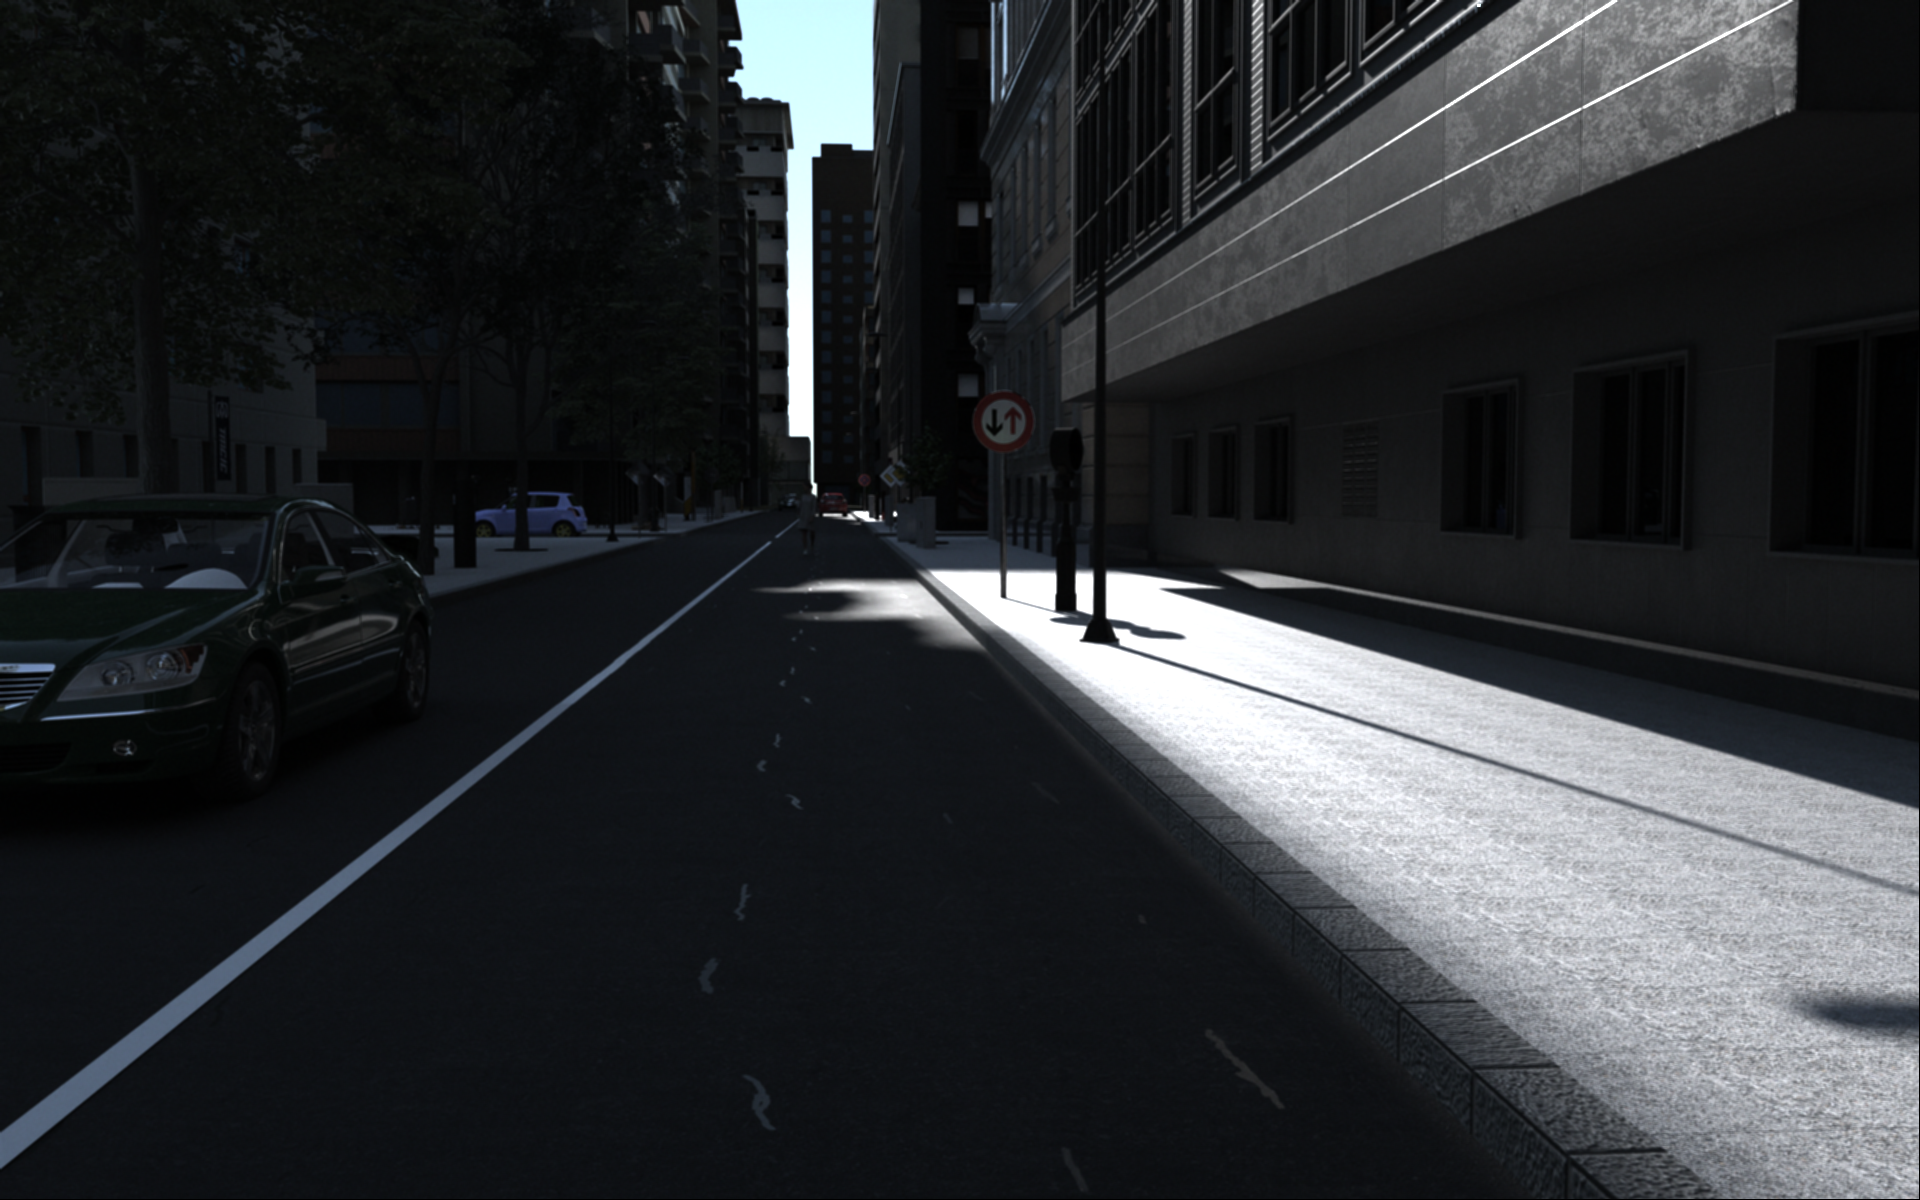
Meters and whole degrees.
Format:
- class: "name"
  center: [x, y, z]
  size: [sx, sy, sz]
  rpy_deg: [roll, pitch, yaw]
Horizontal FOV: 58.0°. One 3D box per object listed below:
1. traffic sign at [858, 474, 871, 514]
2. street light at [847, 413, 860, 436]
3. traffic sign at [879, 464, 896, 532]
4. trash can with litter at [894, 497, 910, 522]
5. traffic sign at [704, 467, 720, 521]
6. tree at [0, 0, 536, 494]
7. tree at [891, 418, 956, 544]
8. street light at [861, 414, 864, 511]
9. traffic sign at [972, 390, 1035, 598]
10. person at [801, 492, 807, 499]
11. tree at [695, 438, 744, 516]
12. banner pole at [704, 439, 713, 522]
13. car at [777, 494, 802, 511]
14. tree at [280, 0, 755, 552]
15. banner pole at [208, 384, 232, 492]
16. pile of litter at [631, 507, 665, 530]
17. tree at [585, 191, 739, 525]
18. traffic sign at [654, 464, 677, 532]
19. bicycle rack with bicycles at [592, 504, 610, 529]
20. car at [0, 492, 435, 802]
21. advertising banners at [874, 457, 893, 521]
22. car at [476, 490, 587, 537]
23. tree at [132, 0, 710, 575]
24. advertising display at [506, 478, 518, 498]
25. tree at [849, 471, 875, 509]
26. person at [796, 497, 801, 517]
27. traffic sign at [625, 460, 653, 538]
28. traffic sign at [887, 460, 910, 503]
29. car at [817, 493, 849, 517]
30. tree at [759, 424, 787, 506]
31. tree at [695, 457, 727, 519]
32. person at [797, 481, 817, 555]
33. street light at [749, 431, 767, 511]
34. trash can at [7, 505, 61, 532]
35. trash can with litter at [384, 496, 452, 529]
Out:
- class: "traffic sign"
  center: [-6.059, -6.717, 109.926]
  size: [0.768, 2.556, 0.104]
  rpy_deg: [0, 4, -4]
- class: "street light"
  center: [-5.535, -7.723, 98.817]
  size: [1.470, 5.913, 1.316]
  rpy_deg: [0, 4, -4]
- class: "traffic sign"
  center: [-2.341, -3.360, 58.581]
  size: [0.795, 2.450, 0.064]
  rpy_deg: [0, 4, -4]
- class: "trash can with litter"
  center: [-2.705, -4.095, 78.346]
  size: [1.055, 1.170, 0.624]
  rpy_deg: [2, 4, 25]
- class: "traffic sign"
  center: [-11.733, -4.998, 81.829]
  size: [0.768, 2.556, 0.104]
  rpy_deg: [0, 4, 3]
- class: "tree"
  center: [-8.218, -6.067, 17.328]
  size: [7.486, 12.596, 7.792]
  rpy_deg: [0, 3, 0]
- class: "tree"
  center: [-0.945, -3.059, 44.608]
  size: [1.663, 3.219, 1.824]
  rpy_deg: [0, 3, 0]
- class: "street light"
  center: [-2.783, -5.574, 63.675]
  size: [1.470, 5.913, 1.316]
  rpy_deg: [0, 4, -4]
- class: "traffic sign"
  center: [0.538, -1.299, 21.348]
  size: [0.768, 2.556, 0.104]
  rpy_deg: [0, 4, 3]
- class: "person"
  center: [-14.827, -9.714, 167.847]
  size: [1.217, 1.766, 0.721]
  rpy_deg: [0, 4, -1]
- class: "tree"
  center: [-14.377, -7.236, 102.017]
  size: [4.285, 4.588, 4.351]
  rpy_deg: [0, 3, 0]
- class: "banner pole"
  center: [-11.593, -5.484, 79.673]
  size: [0.401, 3.779, 0.863]
  rpy_deg: [0, 4, -5]
- class: "car"
  center: [-14.548, -8.301, 147.511]
  size: [2.131, 1.459, 4.920]
  rpy_deg: [0, 4, -5]
- class: "tree"
  center: [-9.735, -7.847, 38.664]
  size: [12.009, 13.543, 11.850]
  rpy_deg: [0, 3, 0]
- class: "banner pole"
  center: [-16.618, -2.986, 38.830]
  size: [0.401, 3.779, 0.863]
  rpy_deg: [1, 4, 17]
- class: "pile of litter"
  center: [-11.158, -2.925, 61.794]
  size: [1.176, 0.858, 1.719]
  rpy_deg: [-1, 4, -15]
- class: "tree"
  center: [-12.091, -8.983, 64.992]
  size: [7.486, 12.596, 7.792]
  rpy_deg: [0, 3, 0]
- class: "traffic sign"
  center: [-9.866, -3.327, 58.043]
  size: [0.795, 2.450, 0.064]
  rpy_deg: [0, 4, -4]
- class: "bicycle rack with bicycles"
  center: [-14.088, -3.102, 64.092]
  size: [2.852, 0.926, 2.925]
  rpy_deg: [-1, 4, -16]
- class: "car"
  center: [-4.268, 0.138, 9.543]
  size: [2.131, 1.459, 4.920]
  rpy_deg: [0, 4, -3]
- class: "advertising banners"
  center: [-3.691, -5.345, 83.579]
  size: [0.090, 3.025, 2.074]
  rpy_deg: [-2, 4, -27]
- class: "car"
  center: [-13.323, -2.659, 53.059]
  size: [3.694, 1.707, 1.945]
  rpy_deg: [0, 4, -4]
- class: "tree"
  center: [-8.381, -5.652, 26.830]
  size: [8.767, 10.594, 7.601]
  rpy_deg: [-1, 4, -21]
- class: "advertising display"
  center: [-17.486, -3.863, 68.379]
  size: [0.123, 1.923, 0.974]
  rpy_deg: [3, 4, 36]
- class: "tree"
  center: [-8.491, -9.397, 148.244]
  size: [1.663, 3.219, 1.824]
  rpy_deg: [0, 3, 0]
- class: "person"
  center: [-10.075, -5.798, 107.989]
  size: [0.352, 1.250, 0.332]
  rpy_deg: [-1, 4, -12]
- class: "traffic sign"
  center: [-9.272, -2.840, 50.080]
  size: [0.795, 2.450, 0.064]
  rpy_deg: [0, 4, -4]
- class: "traffic sign"
  center: [-1.747, -2.873, 50.618]
  size: [0.795, 2.450, 0.064]
  rpy_deg: [0, 4, -4]
- class: "car"
  center: [-8.153, -6.227, 110.853]
  size: [2.155, 1.783, 4.494]
  rpy_deg: [0, 4, -6]
- class: "tree"
  center: [-19.887, -14.106, 180.992]
  size: [4.737, 8.622, 4.395]
  rpy_deg: [0, 3, 0]
- class: "tree"
  center: [-12.921, -5.882, 90.764]
  size: [1.663, 3.219, 1.824]
  rpy_deg: [0, 3, 0]
- class: "person"
  center: [-3.624, -1.953, 41.178]
  size: [0.466, 1.731, 0.760]
  rpy_deg: [0, 4, -1]
- class: "street light"
  center: [-14.971, -9.531, 128.371]
  size: [1.470, 5.913, 1.316]
  rpy_deg: [0, 4, -4]
- class: "trash can"
  center: [-11.819, -0.650, 22.278]
  size: [0.748, 1.137, 0.748]
  rpy_deg: [0, 3, 0]
- class: "trash can with litter"
  center: [-19.786, -3.202, 63.418]
  size: [2.233, 1.210, 1.678]
  rpy_deg: [0, 4, 7]
